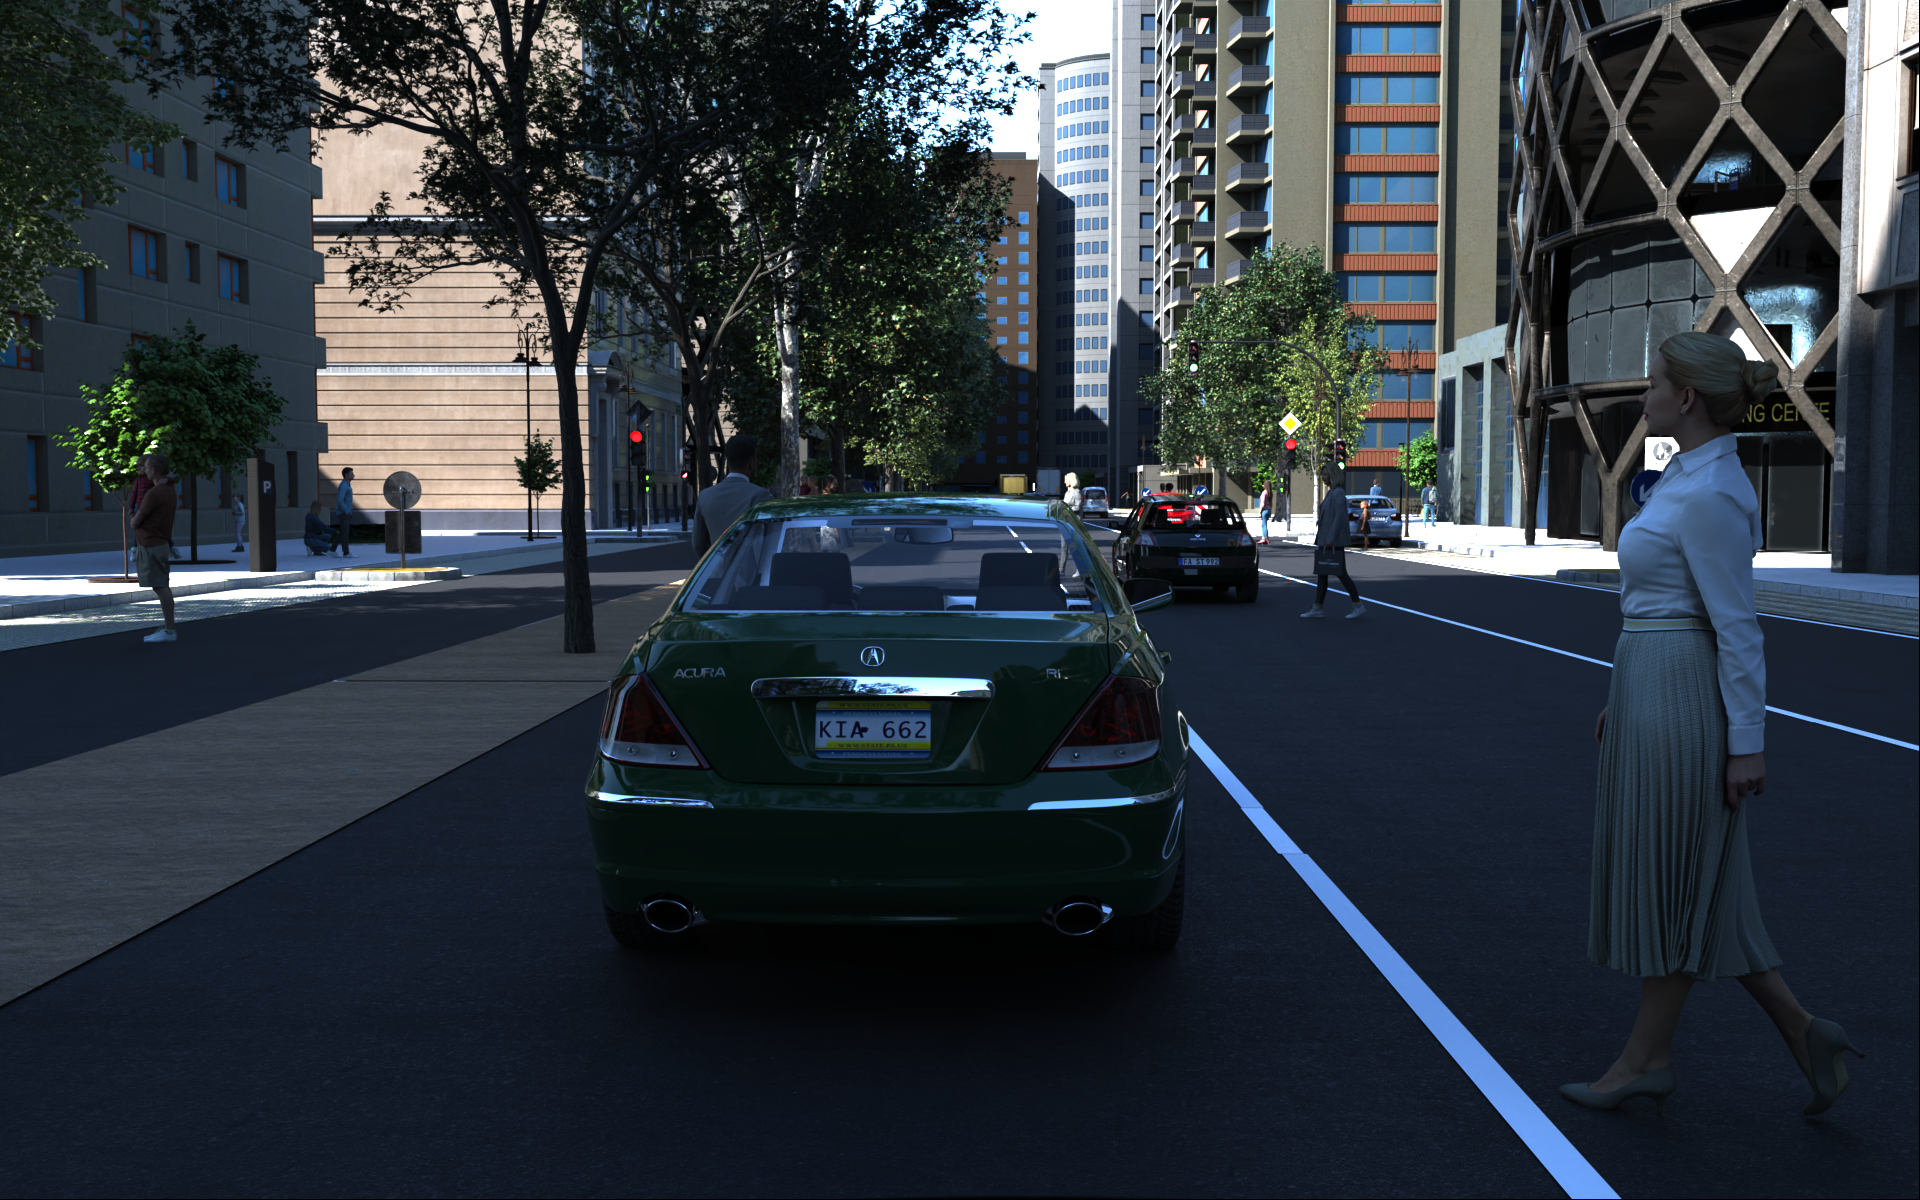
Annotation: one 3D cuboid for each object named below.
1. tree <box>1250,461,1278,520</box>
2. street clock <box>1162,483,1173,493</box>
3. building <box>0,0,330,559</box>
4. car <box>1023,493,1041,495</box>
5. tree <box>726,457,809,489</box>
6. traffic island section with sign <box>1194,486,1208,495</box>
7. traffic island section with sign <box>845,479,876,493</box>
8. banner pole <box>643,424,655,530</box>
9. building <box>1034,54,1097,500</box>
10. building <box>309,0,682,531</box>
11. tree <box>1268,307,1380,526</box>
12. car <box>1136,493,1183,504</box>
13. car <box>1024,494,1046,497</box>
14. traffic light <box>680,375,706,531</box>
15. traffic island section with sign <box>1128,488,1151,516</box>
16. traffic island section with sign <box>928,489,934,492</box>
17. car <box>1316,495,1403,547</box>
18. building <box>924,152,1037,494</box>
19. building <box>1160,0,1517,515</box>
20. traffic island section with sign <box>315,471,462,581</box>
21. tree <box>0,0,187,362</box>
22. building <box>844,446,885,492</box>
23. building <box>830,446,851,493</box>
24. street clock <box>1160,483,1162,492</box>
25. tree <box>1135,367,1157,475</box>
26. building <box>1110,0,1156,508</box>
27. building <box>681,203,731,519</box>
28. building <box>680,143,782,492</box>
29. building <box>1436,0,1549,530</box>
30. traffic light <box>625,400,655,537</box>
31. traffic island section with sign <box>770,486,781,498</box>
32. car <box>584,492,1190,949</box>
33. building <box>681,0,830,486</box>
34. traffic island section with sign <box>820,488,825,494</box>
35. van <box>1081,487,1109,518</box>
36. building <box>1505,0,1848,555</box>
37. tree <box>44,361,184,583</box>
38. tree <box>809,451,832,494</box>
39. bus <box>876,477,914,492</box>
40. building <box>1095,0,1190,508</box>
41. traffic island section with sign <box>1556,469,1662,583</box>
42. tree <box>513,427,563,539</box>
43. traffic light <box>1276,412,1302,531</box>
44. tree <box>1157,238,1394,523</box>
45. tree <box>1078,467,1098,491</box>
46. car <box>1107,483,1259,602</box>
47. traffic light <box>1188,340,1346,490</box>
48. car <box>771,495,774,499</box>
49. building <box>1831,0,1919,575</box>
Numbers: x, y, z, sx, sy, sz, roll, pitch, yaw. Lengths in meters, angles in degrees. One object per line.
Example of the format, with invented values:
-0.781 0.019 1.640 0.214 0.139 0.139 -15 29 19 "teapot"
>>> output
14.763 -5.492 84.403 1.663 3.219 1.824 0 3 0 "tree"
13.607 -6.603 112.534 0.471 2.002 0.358 3 4 37 "street clock"
-33.477 -11.779 37.622 28.899 21.520 27.650 0 4 1 "building"
4.319 -5.723 103.166 1.945 1.707 3.694 0 4 1 "car"
-12.039 -7.189 101.253 4.285 4.588 4.351 0 3 0 "tree"
11.608 -4.658 84.787 1.989 1.847 2.006 0 4 1 "traffic island section with sign"
-3.171 -3.134 59.380 2.006 1.907 1.989 0 4 1 "traffic island section with sign"
-11.150 -4.410 62.126 0.401 3.779 0.863 0 4 -3 "banner pole"
24.291 -42.010 228.858 28.212 58.520 21.231 0 4 1 "building"
-19.061 -17.361 69.753 13.634 28.700 20.117 0 4 1 "building"
14.473 -7.260 69.056 4.737 8.622 4.395 0 3 0 "tree"
7.756 -3.441 65.303 2.155 1.783 4.494 0 4 0 "car"
3.717 -4.788 88.063 2.009 1.686 4.222 0 4 1 "car"
-7.385 -5.199 59.670 4.771 5.953 1.251 0 4 1 "traffic light"
11.911 -6.347 112.397 1.989 1.847 2.006 0 4 1 "traffic island section with sign"
-2.357 -7.730 134.514 2.006 1.907 1.989 0 4 1 "traffic island section with sign"
10.978 -2.183 47.699 2.014 1.417 4.499 0 4 2 "car"
2.684 -35.215 225.879 14.200 45.320 14.600 0 4 1 "building"
26.192 -28.432 119.485 22.147 44.769 28.867 0 4 1 "building"
-9.528 -1.256 29.170 1.989 1.847 2.006 0 4 1 "traffic island section with sign"
-12.343 -6.183 19.224 7.486 12.596 7.792 0 3 0 "tree"
-20.454 -35.203 230.198 28.867 44.769 22.147 0 4 1 "building"
-23.363 -33.736 171.184 23.786 49.044 30.456 0 4 1 "building"
13.488 -6.776 115.364 0.358 2.002 0.471 -1 4 -8 "street clock"
14.047 -10.699 91.942 9.611 12.733 9.660 0 3 0 "tree"
25.510 -38.635 173.685 21.231 58.520 28.212 0 4 1 "building"
-20.495 -13.571 89.343 16.820 18.784 16.811 0 4 1 "building"
-18.670 -19.468 115.565 12.463 27.353 25.104 0 4 1 "building"
36.149 -46.194 67.936 31.000 86.520 22.319 0 4 1 "building"
-9.566 -3.838 51.673 0.839 4.253 0.868 0 4 1 "traffic light"
-8.919 -4.634 84.392 1.989 1.847 2.006 0 4 1 "traffic island section with sign"
-0.159 0.299 6.904 2.131 1.459 4.920 0 4 2 "car"
-22.522 -31.897 145.209 21.300 48.544 21.600 0 4 1 "building"
-8.628 -6.282 111.345 1.989 1.847 2.006 0 4 1 "traffic island section with sign"
7.934 -5.918 103.771 2.013 2.044 4.112 0 4 0 "van"
22.271 -10.663 41.791 16.820 18.784 16.811 0 4 1 "building"
-12.077 -1.870 25.181 1.663 3.219 1.824 0 3 0 "tree"
-10.680 -9.146 133.251 4.285 4.588 4.351 0 3 0 "tree"
-5.053 -9.219 145.593 2.948 3.499 13.247 0 4 2 "bus"
26.463 -46.447 197.655 20.563 71.187 20.611 0 4 1 "building"
10.989 -1.220 28.570 1.989 1.847 2.006 0 4 1 "traffic island section with sign"
-12.119 -3.402 50.232 1.663 3.219 1.824 0 3 0 "tree"
11.282 -4.314 59.447 0.839 4.253 0.868 0 4 1 "traffic light"
14.502 -9.827 77.683 9.611 12.733 9.660 0 3 0 "tree"
15.870 -13.985 212.364 4.285 4.588 4.351 0 3 0 "tree"
3.114 -0.894 24.405 2.009 1.686 4.222 0 4 1 "car"
9.102 -4.690 51.344 4.771 5.953 1.251 0 4 1 "traffic light"
-9.174 -4.174 77.844 1.945 1.707 3.694 0 4 2 "car"
20.178 -12.211 17.671 12.078 24.808 19.932 0 4 1 "building"
